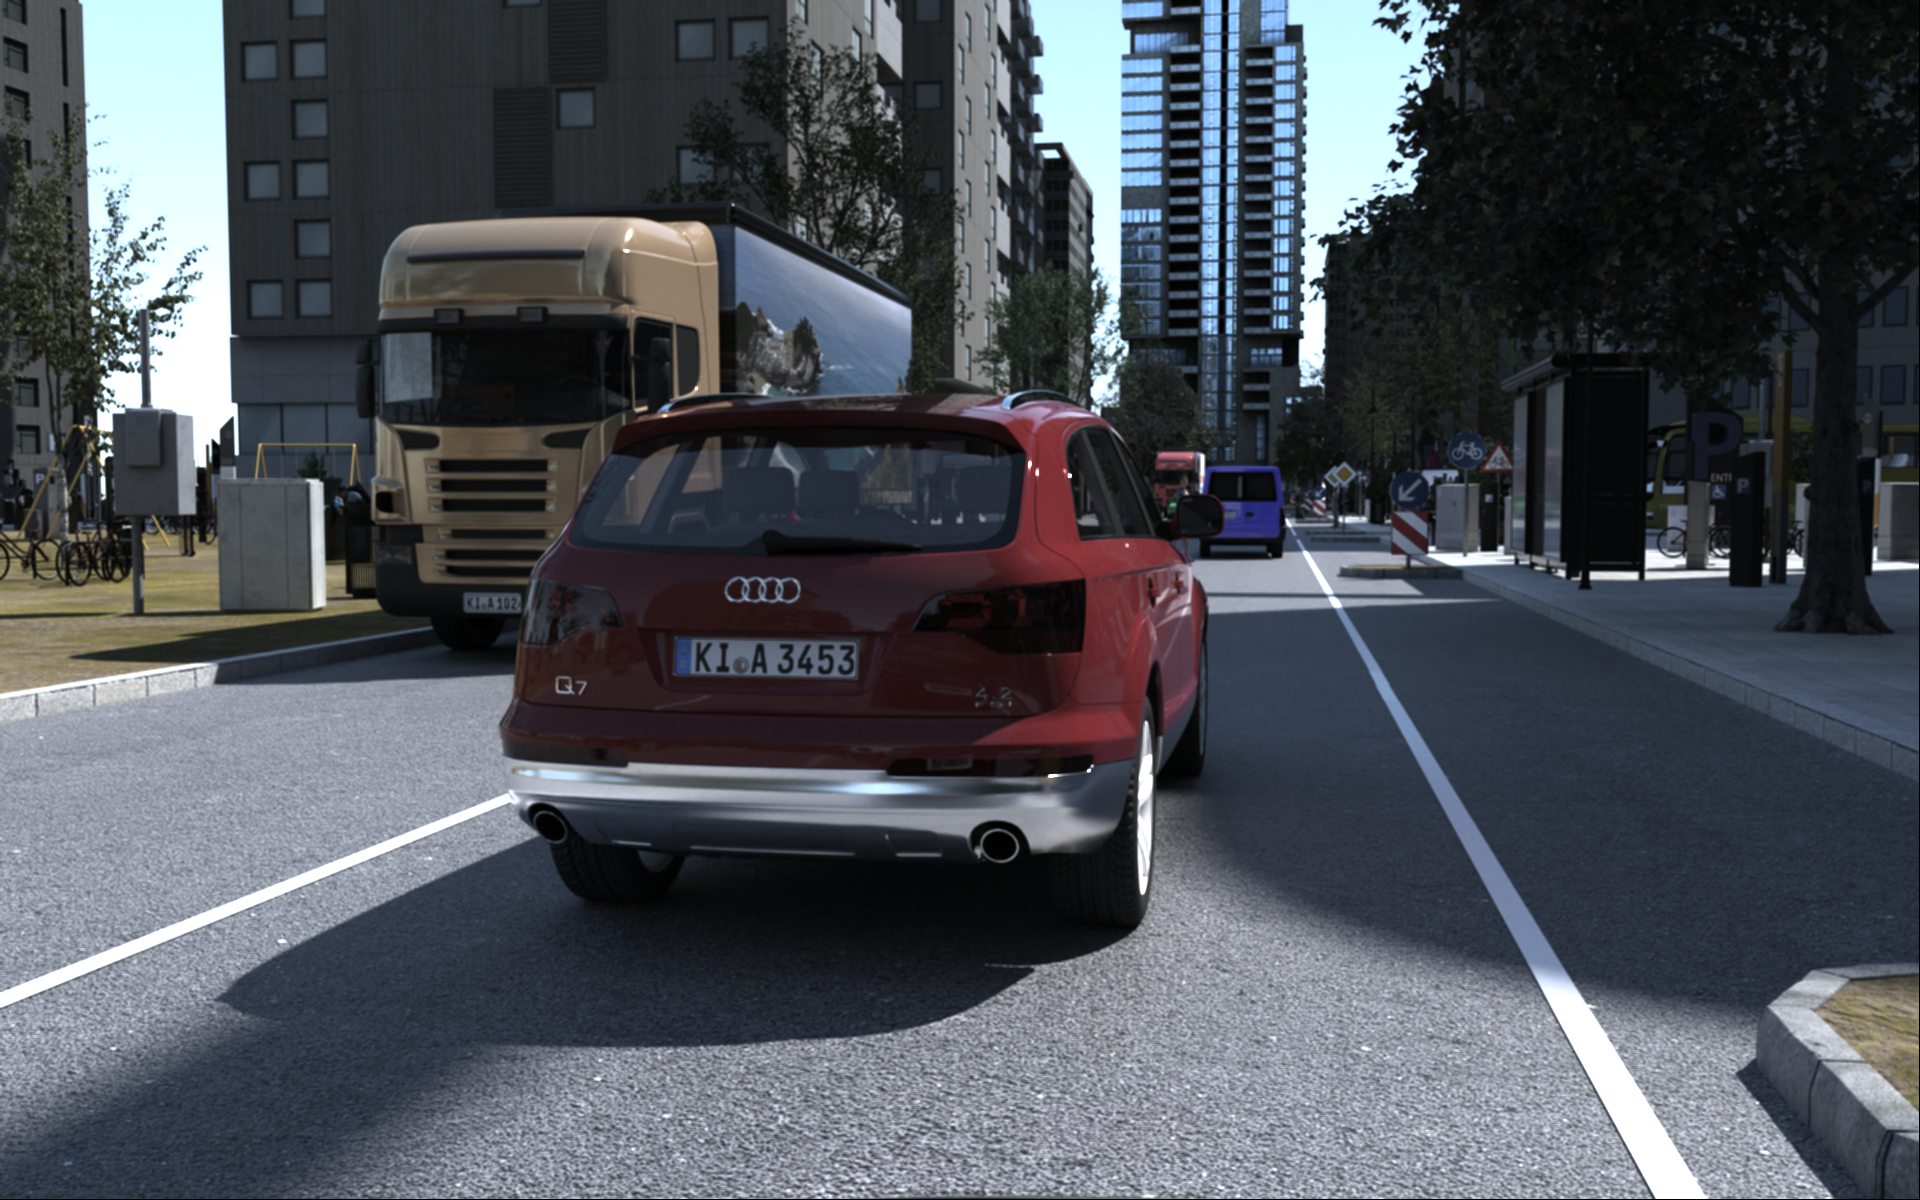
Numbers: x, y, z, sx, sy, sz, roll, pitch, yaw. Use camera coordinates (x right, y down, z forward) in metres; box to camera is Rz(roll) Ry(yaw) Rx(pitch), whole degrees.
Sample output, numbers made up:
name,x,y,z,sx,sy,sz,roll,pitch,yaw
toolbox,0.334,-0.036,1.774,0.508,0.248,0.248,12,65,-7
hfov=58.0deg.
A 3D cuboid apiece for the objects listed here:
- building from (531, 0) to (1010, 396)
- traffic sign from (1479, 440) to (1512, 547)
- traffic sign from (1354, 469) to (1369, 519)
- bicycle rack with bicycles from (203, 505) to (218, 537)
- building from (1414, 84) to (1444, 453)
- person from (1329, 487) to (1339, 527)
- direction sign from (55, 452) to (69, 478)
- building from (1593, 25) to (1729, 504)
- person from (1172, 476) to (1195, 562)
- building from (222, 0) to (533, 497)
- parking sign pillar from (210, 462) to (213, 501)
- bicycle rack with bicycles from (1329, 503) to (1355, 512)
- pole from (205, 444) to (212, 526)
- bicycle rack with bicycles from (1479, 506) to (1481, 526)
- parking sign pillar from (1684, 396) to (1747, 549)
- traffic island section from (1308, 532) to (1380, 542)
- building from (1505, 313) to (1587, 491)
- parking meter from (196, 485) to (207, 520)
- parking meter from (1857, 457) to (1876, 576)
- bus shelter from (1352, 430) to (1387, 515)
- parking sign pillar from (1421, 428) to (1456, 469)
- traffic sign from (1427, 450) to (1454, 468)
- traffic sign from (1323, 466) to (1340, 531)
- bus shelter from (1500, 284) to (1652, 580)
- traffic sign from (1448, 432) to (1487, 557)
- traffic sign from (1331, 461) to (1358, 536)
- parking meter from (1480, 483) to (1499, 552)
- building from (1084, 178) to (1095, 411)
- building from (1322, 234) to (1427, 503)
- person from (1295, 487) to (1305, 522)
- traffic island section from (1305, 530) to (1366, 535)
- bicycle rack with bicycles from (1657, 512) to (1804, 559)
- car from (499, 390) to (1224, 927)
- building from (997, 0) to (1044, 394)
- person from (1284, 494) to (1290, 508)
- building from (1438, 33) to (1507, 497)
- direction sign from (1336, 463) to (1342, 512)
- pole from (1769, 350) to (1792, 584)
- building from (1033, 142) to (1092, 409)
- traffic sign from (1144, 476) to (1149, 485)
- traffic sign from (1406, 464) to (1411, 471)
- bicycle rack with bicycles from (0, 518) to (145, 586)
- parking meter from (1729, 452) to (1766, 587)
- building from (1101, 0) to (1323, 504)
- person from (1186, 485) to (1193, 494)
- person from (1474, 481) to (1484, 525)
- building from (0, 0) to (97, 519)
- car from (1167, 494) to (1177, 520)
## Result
name,x,y,z,sx,sy,sz,roll,pitch,yaw
building,-11.245,-32.724,124.275,28.713,52.752,27.495,1,4,10
traffic sign,12.965,-2.552,41.730,0.884,2.594,0.081,1,4,16
traffic sign,20.399,-5.385,88.145,0.768,2.556,0.104,1,4,17
bicycle rack with bicycles,-17.658,-1.895,44.360,2.925,0.926,2.852,3,4,39
building,58.968,-32.104,179.529,22.147,44.769,28.867,1,4,10
person,16.289,-4.089,75.532,0.466,1.800,0.511,-1,4,-13
direction sign,-43.362,-5.608,83.683,0.379,3.537,0.876,0,4,8
building,43.500,-32.514,73.598,28.212,58.520,21.231,1,4,10
person,4.689,-1.723,36.694,0.581,1.822,0.654,-3,5,-39
building,-18.359,-30.600,89.556,28.713,52.752,27.495,1,4,10
parking sign pillar,-57.839,-8.872,133.524,1.447,3.967,1.447,-3,5,-42
bicycle rack with bicycles,27.927,-6.781,124.246,2.925,0.926,2.852,-3,5,-44
pole,-30.632,-4.694,70.594,0.158,3.312,0.155,0,3,0
bicycle rack with bicycles,23.864,-3.890,76.987,2.852,0.926,2.925,2,4,27
parking sign pillar,18.013,-3.230,41.280,1.447,3.967,1.447,0,4,3
traffic island section,11.730,-1.871,52.872,2.009,0.180,2.903,1,4,10
building,45.914,-26.848,122.557,14.154,41.232,14.086,1,4,10
parking meter,-35.554,-4.623,81.294,0.255,1.863,0.399,0,4,0
parking meter,14.122,-1.315,27.218,0.399,1.863,0.255,-1,4,-20
bus shelter,25.306,-7.884,106.531,2.179,5.291,8.768,1,4,10
parking sign pillar,18.861,-4.880,68.261,1.447,3.967,1.447,0,4,5
traffic sign,14.037,-3.090,50.632,0.768,2.556,0.104,1,4,14
traffic sign,13.118,-3.487,60.659,0.795,2.450,0.064,1,4,10
bus shelter,10.639,-3.196,29.884,2.179,5.291,8.768,1,4,10
traffic sign,10.349,-2.159,35.399,0.768,2.556,0.104,1,4,17
traffic sign,11.705,-3.007,52.799,0.795,2.450,0.064,1,4,10
parking meter,11.831,-1.853,38.701,0.372,1.533,0.369,0,3,0
building,10.842,-36.077,239.966,14.200,45.320,14.600,1,4,10
building,62.565,-33.525,240.008,23.993,40.220,32.217,1,4,10
person,17.443,-4.900,89.039,0.534,1.772,0.576,-1,4,-16
traffic island section,13.143,-2.352,60.732,2.009,0.180,2.903,1,4,10
bicycle rack with bicycles,15.924,-1.318,34.926,2.925,0.926,2.852,3,5,40
car,-0.055,0.076,7.423,2.281,1.827,5.304,1,4,11
building,-4.590,-32.795,155.802,23.786,49.044,30.456,1,4,10
person,34.300,-10.696,183.477,1.348,1.812,0.705,0,4,5
building,51.801,-31.090,158.435,14.600,45.320,14.200,1,4,10
direction sign,27.823,-8.242,126.752,0.379,3.537,0.876,-2,4,-33
pole,11.699,-1.886,24.678,0.158,3.312,0.155,0,3,0
building,1.462,-30.335,187.866,23.993,40.220,32.217,1,4,10
traffic sign,12.948,-7.463,122.125,0.768,2.556,0.104,1,4,17
traffic sign,19.429,-4.585,74.973,0.884,2.594,0.081,1,4,11
bicycle rack with bicycles,-13.094,-0.731,25.337,2.852,0.926,2.925,1,4,9
parking meter,10.905,-1.119,24.015,0.255,1.863,0.399,-2,4,-33
building,34.332,-56.642,238.764,31.000,86.520,22.319,1,4,10
person,9.254,-3.716,69.604,0.721,1.781,0.623,-2,4,-25
person,16.400,-2.853,55.051,0.656,1.842,0.836,1,4,19
building,-56.665,-19.559,91.483,14.107,30.474,14.160,1,4,10
car,12.450,-5.303,95.505,1.959,1.807,4.718,1,4,12
